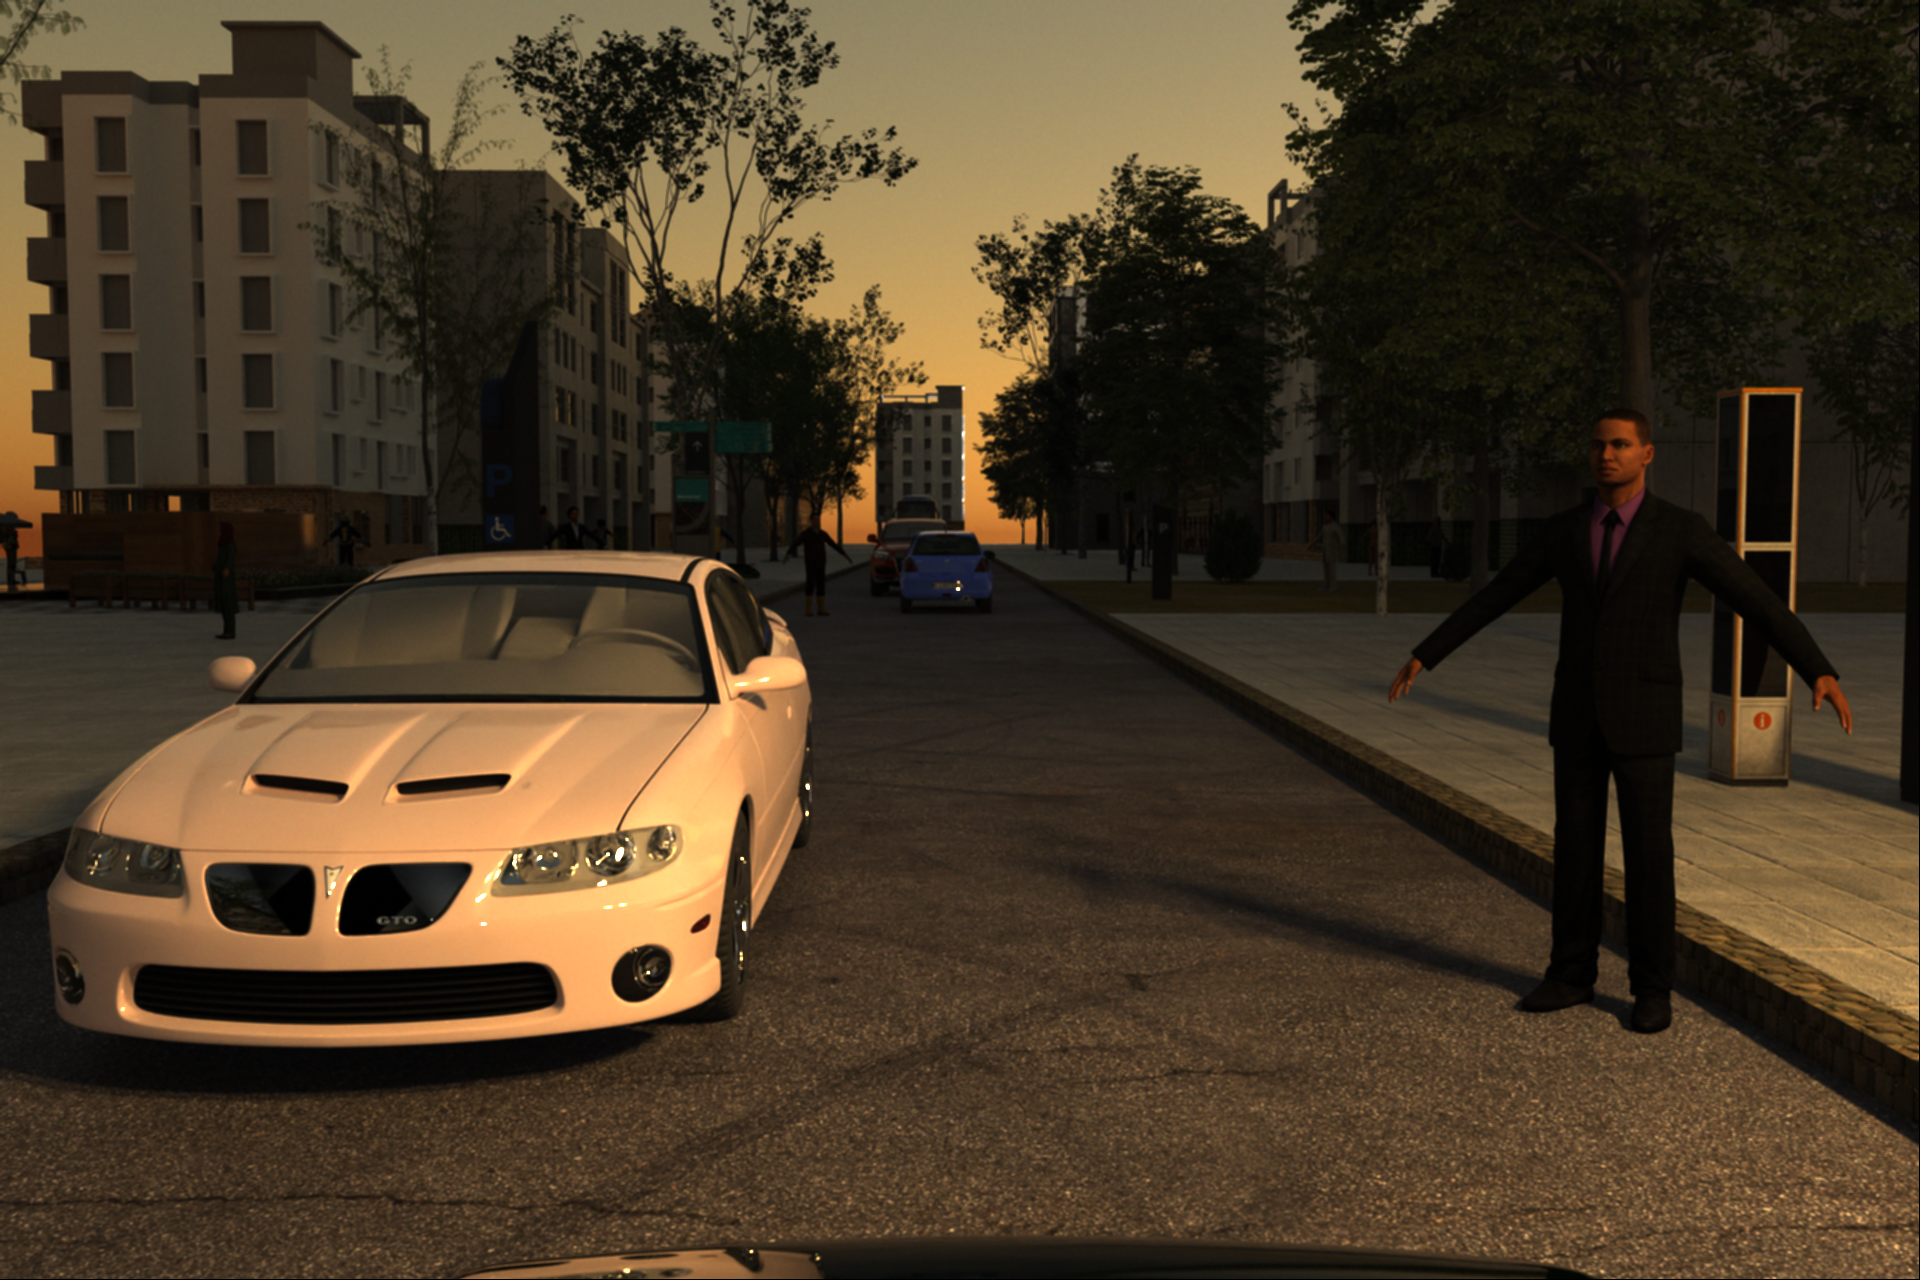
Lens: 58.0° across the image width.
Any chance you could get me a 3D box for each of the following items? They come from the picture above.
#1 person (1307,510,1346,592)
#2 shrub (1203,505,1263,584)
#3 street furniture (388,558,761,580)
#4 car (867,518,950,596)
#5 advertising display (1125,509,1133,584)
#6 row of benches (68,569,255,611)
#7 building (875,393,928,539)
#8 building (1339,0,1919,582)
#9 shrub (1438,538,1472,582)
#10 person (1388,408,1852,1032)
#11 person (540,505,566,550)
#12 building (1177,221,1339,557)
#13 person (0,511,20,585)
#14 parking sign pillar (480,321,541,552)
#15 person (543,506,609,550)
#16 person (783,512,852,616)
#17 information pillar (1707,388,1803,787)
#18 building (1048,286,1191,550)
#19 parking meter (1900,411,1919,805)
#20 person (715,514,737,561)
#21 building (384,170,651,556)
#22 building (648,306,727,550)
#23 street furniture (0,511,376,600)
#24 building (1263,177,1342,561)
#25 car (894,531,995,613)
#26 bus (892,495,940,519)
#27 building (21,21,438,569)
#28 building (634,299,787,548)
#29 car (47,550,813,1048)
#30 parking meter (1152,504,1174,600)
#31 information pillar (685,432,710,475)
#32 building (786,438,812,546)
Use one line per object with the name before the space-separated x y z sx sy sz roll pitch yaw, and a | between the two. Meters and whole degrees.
person | 8.234 -1.987 38.678 0.705 1.806 1.347 -2 4 -24
shrub | 7.085 -2.479 44.958 1.690 2.028 1.600 0 3 0
street furniture | -10.673 -1.962 47.700 10.072 0.657 5.734 0 4 1
car | -1.053 -2.015 41.611 2.281 1.827 5.304 0 3 0
advertising display | 4.399 -2.441 45.131 0.123 1.923 0.974 0 3 0
row of benches | -13.828 -0.876 29.793 4.104 0.672 1.422 2 4 28
building | -10.621 -22.386 224.885 11.380 20.090 16.016 0 4 2
building | 25.479 -11.923 61.400 16.747 18.905 31.486 0 4 0
shrub | 13.292 -2.159 46.409 1.383 1.207 1.383 0 3 0
person | 1.932 0.217 5.138 1.346 1.802 0.704 3 5 41
person | -7.402 -1.501 30.820 1.348 1.796 0.705 1 4 19
building | 23.869 -16.863 106.639 19.493 23.208 18.063 0 4 -1
person | -24.121 -2.344 44.087 0.705 1.858 1.354 -2 4 -26
parking sign pillar | -5.535 -2.013 21.385 1.447 3.967 1.447 0 4 -1
person | -6.391 -1.353 28.840 1.216 1.740 0.721 -2 4 -31
person | -2.527 -1.335 30.421 1.346 1.812 0.704 -2 4 -32
information pillar | 4.064 -0.268 8.873 0.304 2.012 0.304 0 3 0
building | 21.905 -19.281 159.222 27.936 21.610 32.646 0 4 0
parking meter | 4.731 -0.153 8.205 0.399 1.863 0.255 0 4 0
person | -5.868 -2.116 41.068 1.216 1.772 0.721 -1 4 -23
building | -28.838 -14.291 100.111 16.747 18.905 31.486 0 4 -1
building | -26.062 -17.644 144.907 16.016 20.090 11.380 0 4 -1
street furniture | -15.325 -1.844 36.997 9.812 1.723 11.010 0 4 2
building | 21.793 -14.509 93.639 16.016 20.090 11.380 0 3 0
car | -0.288 -1.410 32.647 1.945 1.707 3.694 0 4 -2
bus | -2.721 -7.393 112.416 2.896 3.916 12.251 0 4 0
building | -28.612 -12.780 65.369 16.016 20.090 11.380 0 4 0
building | -27.116 -20.629 168.216 19.493 23.208 18.063 0 3 0
car | -1.588 0.352 6.603 2.083 1.381 4.827 0 4 -1
parking meter | 3.970 -1.723 33.877 0.399 1.863 0.255 0 4 -2
information pillar | -6.492 -3.299 43.311 0.750 3.857 0.750 0 4 0
building | -26.655 -22.222 194.261 19.493 23.208 18.063 0 4 0
